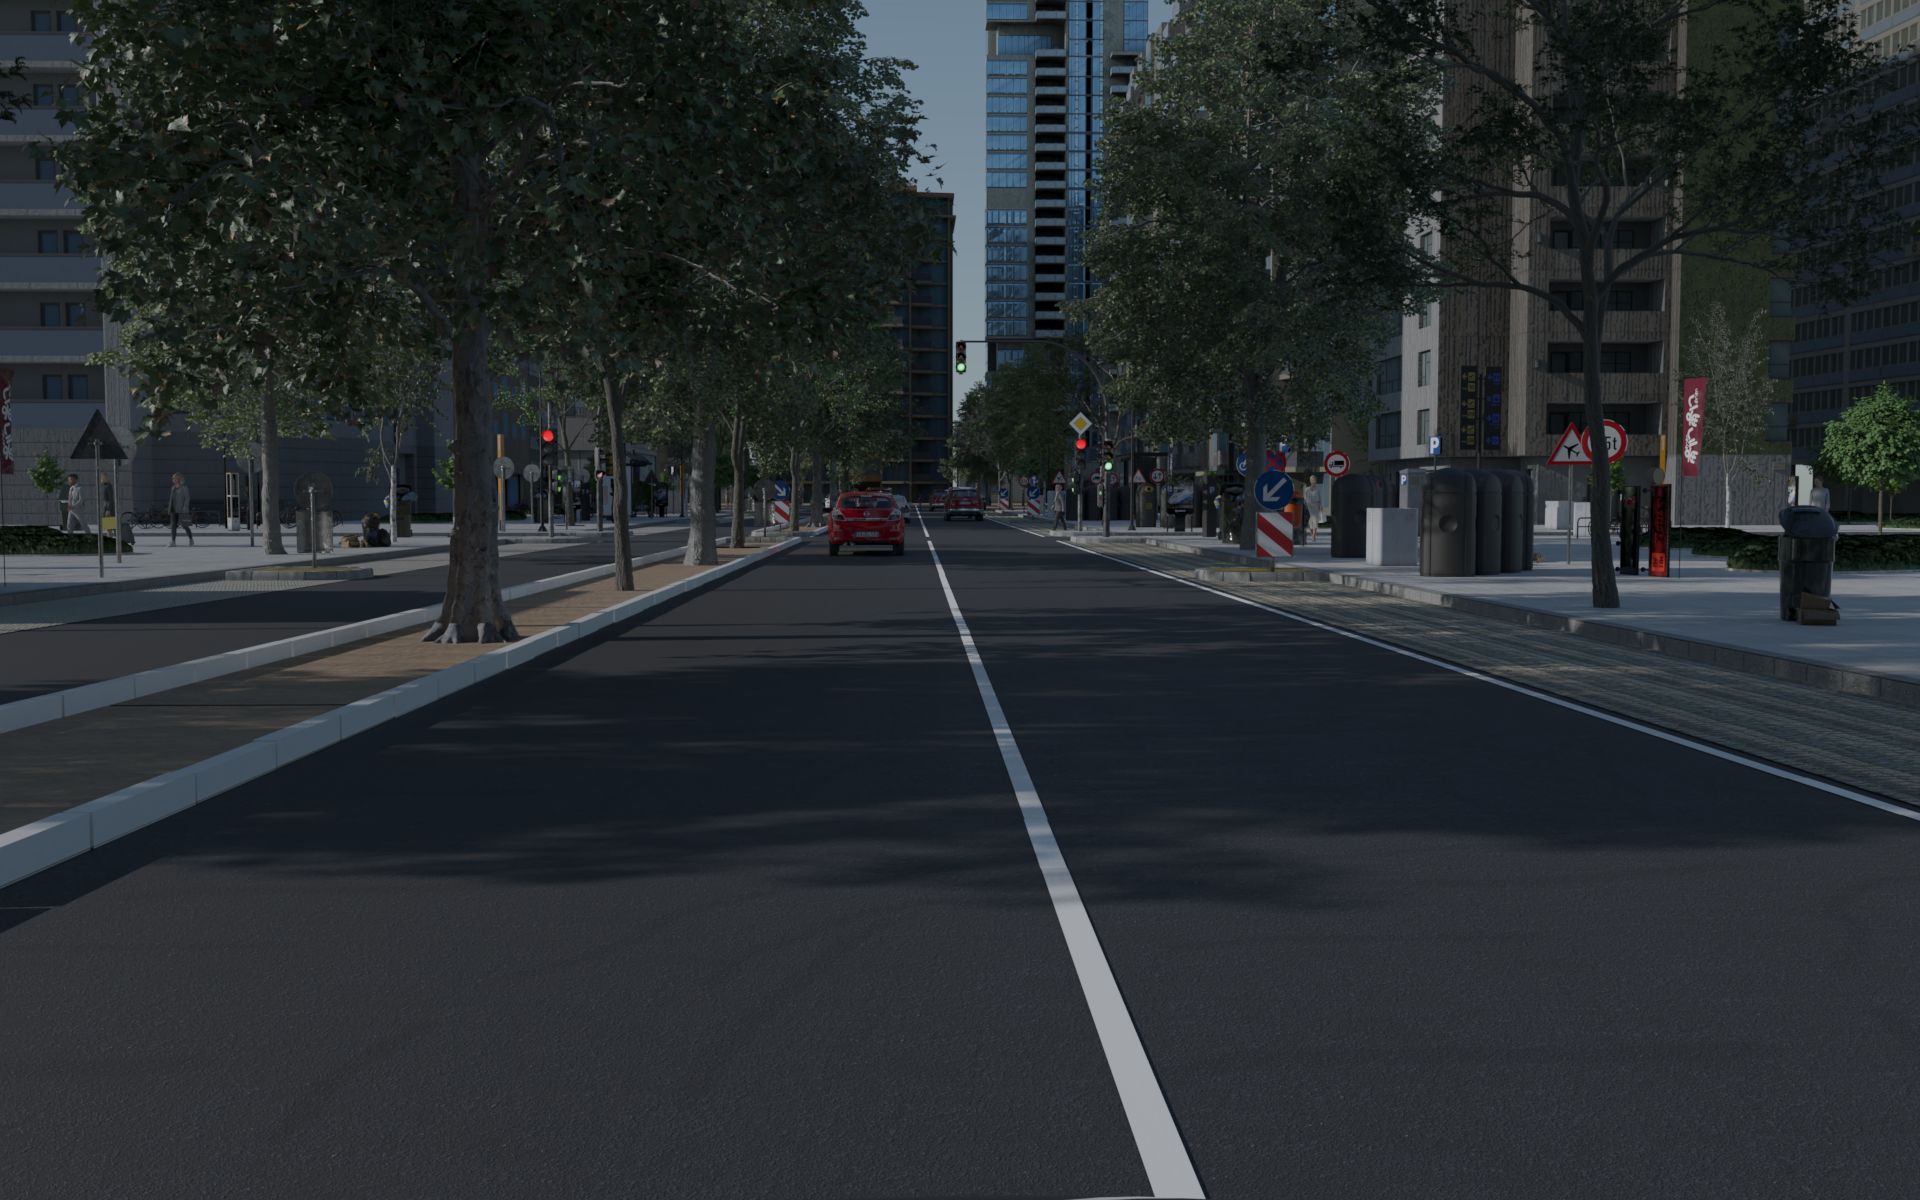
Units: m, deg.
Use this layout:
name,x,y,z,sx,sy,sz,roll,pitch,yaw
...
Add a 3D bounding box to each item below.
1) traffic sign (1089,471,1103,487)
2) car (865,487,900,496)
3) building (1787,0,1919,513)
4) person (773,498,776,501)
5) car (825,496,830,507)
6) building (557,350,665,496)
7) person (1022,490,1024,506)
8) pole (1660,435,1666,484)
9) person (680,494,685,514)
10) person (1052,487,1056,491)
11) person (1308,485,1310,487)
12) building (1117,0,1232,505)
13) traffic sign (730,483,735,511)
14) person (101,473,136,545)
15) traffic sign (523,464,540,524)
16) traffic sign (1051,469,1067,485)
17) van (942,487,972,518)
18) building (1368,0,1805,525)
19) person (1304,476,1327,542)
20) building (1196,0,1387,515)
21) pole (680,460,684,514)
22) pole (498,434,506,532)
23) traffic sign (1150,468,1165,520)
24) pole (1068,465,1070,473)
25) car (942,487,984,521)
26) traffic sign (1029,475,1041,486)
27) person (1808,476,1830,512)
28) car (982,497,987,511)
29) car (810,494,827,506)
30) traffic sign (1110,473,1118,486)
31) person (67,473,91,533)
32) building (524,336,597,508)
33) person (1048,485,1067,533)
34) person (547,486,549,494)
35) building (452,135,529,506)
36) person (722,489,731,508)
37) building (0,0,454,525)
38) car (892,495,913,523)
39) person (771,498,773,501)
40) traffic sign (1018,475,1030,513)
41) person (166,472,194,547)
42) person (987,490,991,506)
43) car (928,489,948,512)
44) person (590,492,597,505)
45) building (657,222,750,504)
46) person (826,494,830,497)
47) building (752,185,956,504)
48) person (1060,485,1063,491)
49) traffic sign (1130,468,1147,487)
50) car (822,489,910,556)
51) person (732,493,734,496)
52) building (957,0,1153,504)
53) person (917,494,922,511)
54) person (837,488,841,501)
name,x,y,z,sx,sy,sz,roll,pitch,yaw
traffic sign,7.648,-5.945,97.314,0.768,2.556,0.104,0,4,2
car,-4.576,-5.507,98.714,2.281,1.827,5.304,0,4,0
building,59.591,-24.448,91.602,23.993,40.220,32.217,0,4,-2
person,-19.735,-10.644,183.259,0.799,1.438,0.628,2,4,25
car,-12.013,-9.515,167.930,2.083,1.381,4.827,0,4,-1
building,-45.673,-36.139,180.104,27.495,52.752,28.713,0,4,-2
person,6.922,-11.013,186.900,0.445,1.727,0.742,-1,4,-22
pole,24.217,-4.031,59.745,0.158,3.312,0.155,0,3,0
person,-17.846,-6.198,111.665,0.425,1.301,0.394,2,4,32
person,8.139,-8.805,149.631,1.348,1.869,0.705,2,4,28
person,20.387,-5.803,100.765,0.795,1.843,0.661,1,4,15
building,28.498,-34.299,180.391,23.786,49.044,30.456,0,4,-2
traffic sign,-17.637,-8.168,133.659,0.768,2.556,0.104,0,4,2
person,-20.837,-2.232,42.761,0.699,1.804,1.509,0,4,4
traffic sign,-18.246,-4.508,73.803,0.768,2.556,0.104,0,4,8
traffic sign,5.180,-5.522,90.281,0.884,2.594,0.081,0,4,5
van,-0.097,-5.928,103.934,2.013,2.044,4.112,0,4,-1
building,26.878,-18.657,76.741,14.107,30.474,14.160,0,4,-2
person,9.591,-2.474,46.851,0.694,1.780,0.624,3,5,39
building,29.575,-28.484,120.335,22.147,44.769,28.867,0,4,-2
pole,-16.691,-6.743,104.087,0.158,3.312,0.155,0,3,0
pole,-15.692,-4.001,59.267,0.158,3.312,0.155,0,3,0
traffic sign,9.760,-5.233,85.660,0.768,2.556,0.104,0,4,4
pole,7.635,-7.807,121.493,0.158,3.312,0.155,0,3,0
car,0.174,-5.176,93.293,2.281,1.827,5.304,0,4,-2
traffic sign,5.047,-7.120,116.521,0.768,2.556,0.104,0,4,2
person,21.528,-2.246,43.508,0.466,1.731,0.760,0,4,-3
car,1.366,-8.627,150.833,2.009,1.686,4.222,0,4,-2
car,-16.057,-11.480,196.497,1.959,1.807,4.718,0,4,-3
traffic sign,9.072,-6.322,103.478,0.768,2.556,0.104,0,4,7
person,-21.968,-2.250,43.107,0.678,1.792,0.850,2,4,35
building,-47.334,-27.696,144.713,32.217,40.220,23.993,0,4,-2
person,3.519,-3.291,62.713,0.834,1.777,0.661,-1,4,-22
person,-26.103,-6.279,108.969,0.793,1.790,0.793,2,4,29
building,-37.707,-28.510,116.242,14.600,45.320,14.200,0,4,-2
person,-21.785,-9.539,162.000,0.705,1.824,1.348,2,4,27
building,-39.353,-33.167,84.276,21.231,58.520,28.212,0,4,-2
car,-3.413,-4.557,86.870,2.083,1.381,4.827,0,4,-2
person,-19.525,-10.631,179.873,0.705,1.823,1.348,0,4,7
traffic sign,4.334,-7.156,117.107,0.768,2.556,0.104,0,4,8
person,-18.782,-2.178,41.828,0.709,1.800,0.728,2,4,24
person,3.129,-11.272,190.871,0.750,1.759,0.617,2,4,31
car,-1.494,-8.149,141.907,2.281,1.827,5.304,0,4,-2
person,-29.978,-8.288,141.683,1.348,1.807,0.705,0,4,-8
building,-36.493,-33.888,237.667,14.086,41.232,14.154,0,4,-2
person,-15.902,-12.444,212.681,1.217,1.735,0.721,0,4,-2
building,-15.145,-35.953,242.455,28.867,44.769,22.147,0,4,-2
person,6.333,-6.397,110.538,0.836,1.842,0.656,-1,4,-11
traffic sign,8.856,-5.262,86.038,0.884,2.594,0.081,0,4,2
car,-2.269,-2.010,41.907,2.155,1.783,4.494,0,4,-3
person,-22.637,-10.130,174.902,0.697,1.427,0.421,-1,4,-20
building,15.066,-56.806,241.451,31.000,86.520,22.319,0,4,-2
person,-3.439,-8.316,147.688,0.599,1.433,0.991,1,4,21
person,-7.109,-5.664,101.293,0.473,1.802,0.592,1,4,20
